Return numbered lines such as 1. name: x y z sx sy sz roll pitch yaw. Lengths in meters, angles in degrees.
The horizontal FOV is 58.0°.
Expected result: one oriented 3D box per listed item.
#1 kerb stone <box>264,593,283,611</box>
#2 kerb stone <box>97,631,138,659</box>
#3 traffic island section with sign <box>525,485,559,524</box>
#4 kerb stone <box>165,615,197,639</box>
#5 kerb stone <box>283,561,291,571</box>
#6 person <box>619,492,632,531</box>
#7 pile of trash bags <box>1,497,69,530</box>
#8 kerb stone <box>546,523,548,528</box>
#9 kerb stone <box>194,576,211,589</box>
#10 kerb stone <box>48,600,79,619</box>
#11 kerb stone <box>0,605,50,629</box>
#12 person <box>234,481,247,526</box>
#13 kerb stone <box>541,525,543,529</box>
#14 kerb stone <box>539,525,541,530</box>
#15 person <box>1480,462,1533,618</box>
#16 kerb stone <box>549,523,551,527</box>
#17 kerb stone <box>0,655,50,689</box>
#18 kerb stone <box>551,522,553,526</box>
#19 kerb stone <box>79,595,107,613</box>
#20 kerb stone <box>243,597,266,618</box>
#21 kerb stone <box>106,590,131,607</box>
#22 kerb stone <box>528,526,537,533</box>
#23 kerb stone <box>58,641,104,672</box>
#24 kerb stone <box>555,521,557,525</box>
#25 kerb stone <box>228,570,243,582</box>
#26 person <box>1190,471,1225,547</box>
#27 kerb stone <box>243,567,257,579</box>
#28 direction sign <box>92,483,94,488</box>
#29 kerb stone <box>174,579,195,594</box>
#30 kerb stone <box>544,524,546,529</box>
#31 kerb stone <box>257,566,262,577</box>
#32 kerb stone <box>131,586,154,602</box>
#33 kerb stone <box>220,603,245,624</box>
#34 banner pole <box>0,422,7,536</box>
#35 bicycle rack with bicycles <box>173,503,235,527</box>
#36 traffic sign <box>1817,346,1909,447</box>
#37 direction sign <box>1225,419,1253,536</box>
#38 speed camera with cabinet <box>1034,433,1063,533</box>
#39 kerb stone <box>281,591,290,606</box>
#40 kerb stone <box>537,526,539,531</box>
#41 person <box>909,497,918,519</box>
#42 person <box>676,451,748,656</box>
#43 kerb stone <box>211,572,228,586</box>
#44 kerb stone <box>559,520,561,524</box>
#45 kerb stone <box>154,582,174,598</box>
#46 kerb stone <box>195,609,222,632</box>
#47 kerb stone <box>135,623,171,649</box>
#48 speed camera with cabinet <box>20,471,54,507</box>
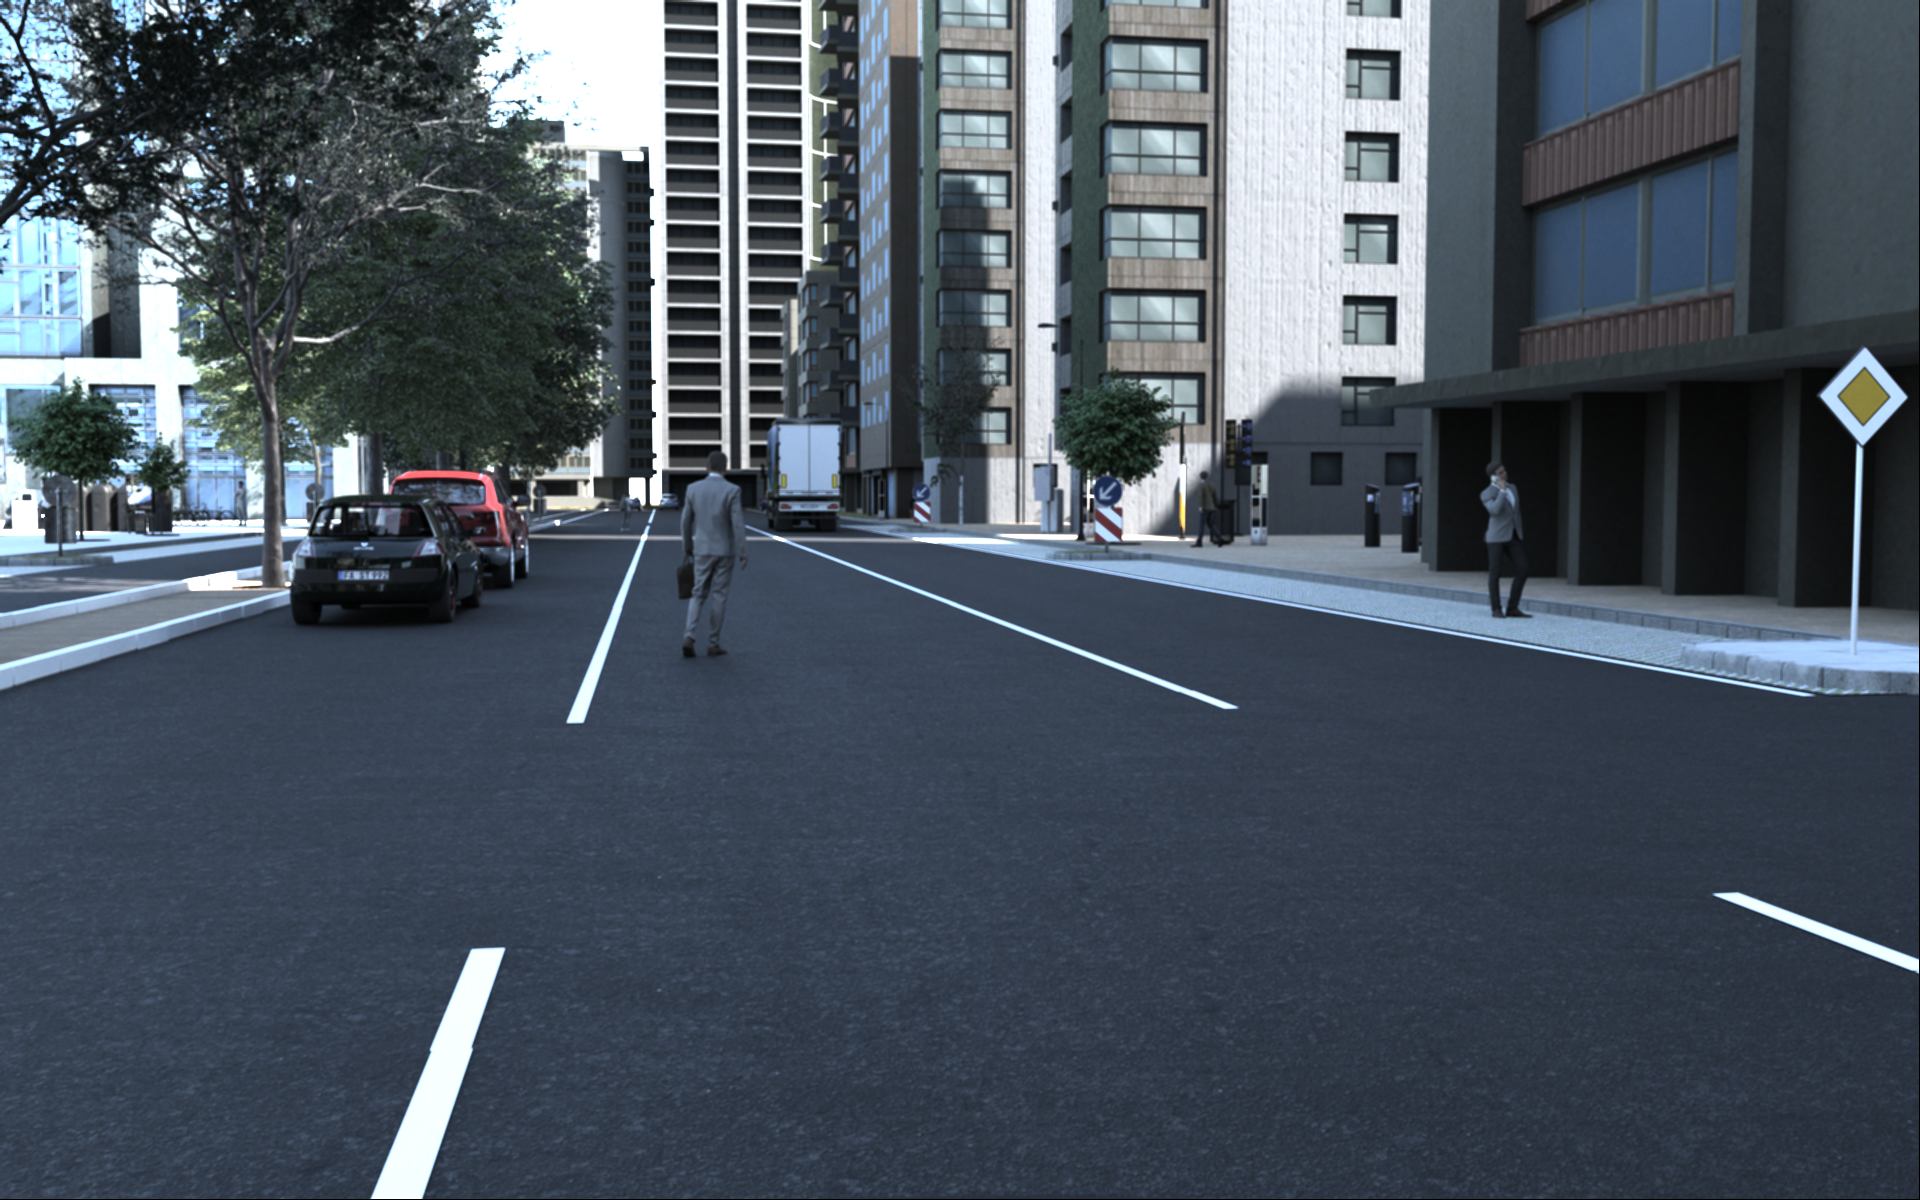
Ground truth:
1. kerb stone: -8.601 0.044 21.476 0.120 0.150 1.000 -1 4 -10
2. kerb stone: -7.551 0.417 15.417 0.120 0.150 1.000 -1 4 -10
3. traffic island section with sign: -20.637 -4.694 84.885 2.006 1.907 1.989 -1 4 -10
4. kerb stone: -7.904 0.291 17.438 0.120 0.150 1.000 -1 4 -10
5. kerb stone: -12.591 -0.615 32.250 0.120 0.150 1.000 -1 4 -10
6. person: -13.075 -3.467 67.784 0.503 1.515 0.523 -1 4 -15
7. pile of trash bags: -32.833 -3.234 62.623 3.447 1.369 1.912 1 4 12
8. kerb stone: -17.347 -3.047 72.040 0.120 0.150 1.000 -1 4 -10
9. kerb stone: -11.547 -0.243 26.174 0.120 0.150 1.000 -1 4 -10
10. kerb stone: -10.497 0.127 20.123 0.120 0.150 1.000 -1 4 -10
11. kerb stone: -10.313 0.195 19.111 0.120 0.150 1.000 -1 4 -10
12. person: -28.882 -3.866 69.438 0.511 1.800 0.466 1 4 16
13. kerb stone: -16.821 -2.862 69.008 0.120 0.150 1.000 -1 4 -10
14. kerb stone: -16.650 -2.801 67.994 0.120 0.150 1.000 -1 4 -10
15. person: 6.296 -0.690 19.960 0.592 1.802 0.473 -1 4 -11
16. kerb stone: -17.695 -3.172 74.064 0.120 0.150 1.000 -1 4 -10
17. kerb stone: -7.199 0.538 13.403 0.120 0.150 1.000 -1 4 -10
18. kerb stone: -17.867 -3.234 75.076 0.120 0.150 1.000 -1 4 -10
19. kerb stone: -10.665 0.065 21.132 0.120 0.150 1.000 -1 4 -10
20. kerb stone: -8.413 0.105 20.471 0.120 0.150 1.000 -1 4 -10
21. kerb stone: -10.849 0.004 22.138 0.120 0.150 1.000 -1 4 -10
22. kerb stone: -16.296 -2.677 65.971 0.120 0.150 1.000 -1 4 -10
23. kerb stone: -7.373 0.476 14.410 0.120 0.150 1.000 -1 4 -10
24. kerb stone: -18.388 -3.413 78.113 0.120 0.150 1.000 -1 4 -10
25. kerb stone: -11.898 -0.367 28.191 0.120 0.150 1.000 -1 4 -10
26. person: 5.988 -2.192 41.800 0.836 1.842 0.656 1 4 17
27. kerb stone: -12.072 -0.427 29.201 0.120 0.150 1.000 -1 4 -10
28. direction sign: -33.845 -4.626 67.629 0.379 3.537 0.876 0 4 8
29. kerb stone: -11.359 -0.182 25.169 0.120 0.150 1.000 -1 4 -10
30. kerb stone: -17.175 -2.982 71.029 0.120 0.150 1.000 -1 4 -10
31. kerb stone: -12.234 -0.490 30.210 0.120 0.150 1.000 -1 4 -10
32. kerb stone: -11.015 -0.058 23.146 0.120 0.150 1.000 -1 4 -10
33. kerb stone: -8.249 0.168 19.460 0.120 0.150 1.000 -1 4 -10
34. banner pole: -29.523 -3.865 53.202 0.863 3.779 0.401 2 4 32
35. bicycle rack with bicycles: -30.785 -3.399 68.962 2.925 0.926 2.852 0 4 -1
36. traffic sign: 7.128 -0.703 13.681 0.795 2.593 0.064 -1 4 -10
37. direction sign: 8.476 -3.714 52.724 0.876 3.537 0.379 2 4 34
38. speed camera with cabinet: 2.933 -3.847 57.241 0.660 3.252 2.038 1 4 15
39. kerb stone: -8.771 -0.018 22.484 0.120 0.150 1.000 -1 4 -10
40. kerb stone: -16.474 -2.739 66.978 0.120 0.150 1.000 -1 4 -10
41. person: -2.218 -4.934 89.910 0.799 1.438 0.628 -1 4 -20
42. person: -2.205 -0.417 15.433 0.709 1.813 0.853 1 4 9
43. kerb stone: -11.716 -0.305 27.185 0.120 0.150 1.000 -1 4 -10
44. kerb stone: -18.921 -3.605 81.152 0.120 0.150 1.000 -1 4 -10
45. kerb stone: -11.195 -0.120 24.153 0.120 0.150 1.000 -1 4 -10
46. kerb stone: -8.079 0.229 18.452 0.120 0.150 1.000 -1 4 -10
47. kerb stone: -7.716 0.352 16.433 0.120 0.150 1.000 -1 4 -10
48. speed camera with cabinet: -37.669 -4.692 71.050 2.038 3.252 0.660 2 4 27
